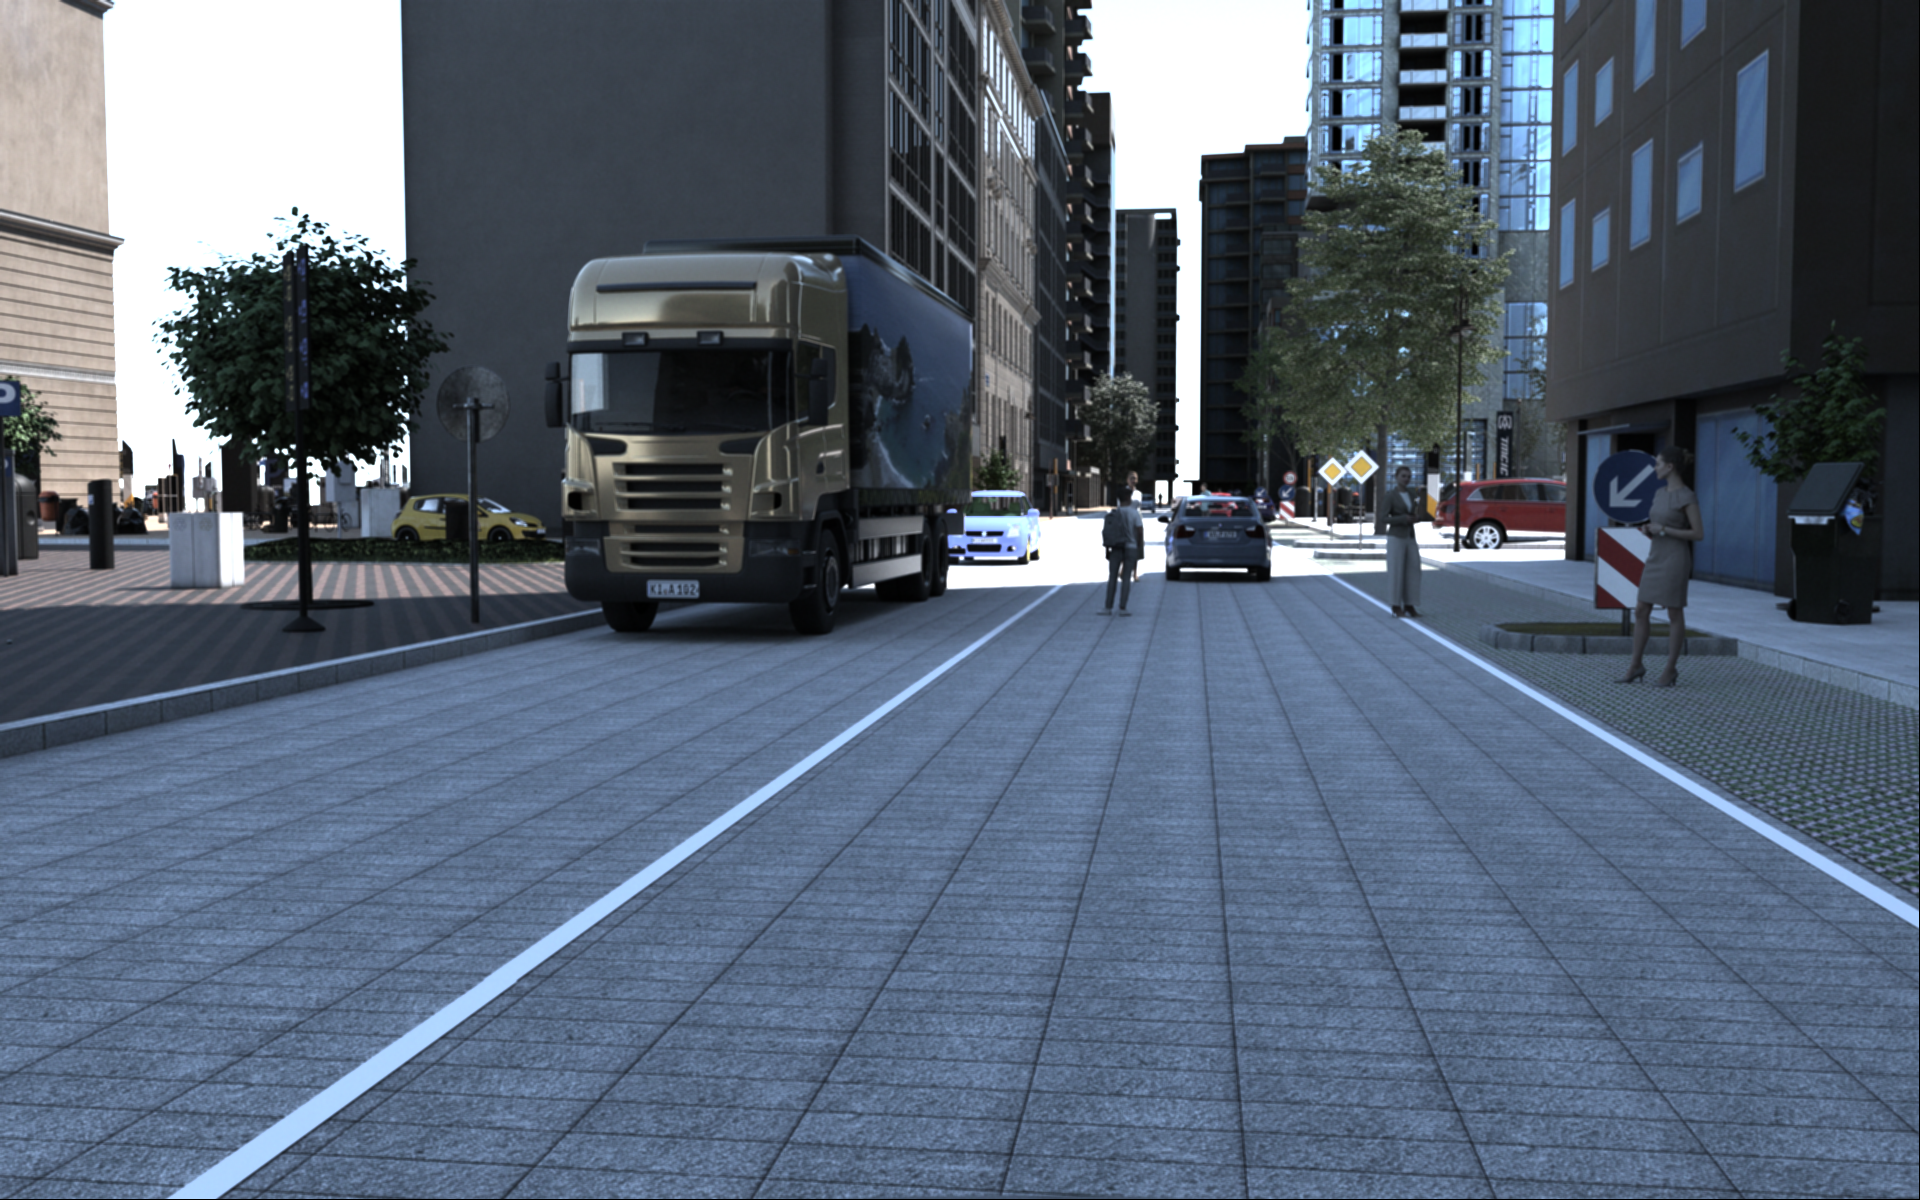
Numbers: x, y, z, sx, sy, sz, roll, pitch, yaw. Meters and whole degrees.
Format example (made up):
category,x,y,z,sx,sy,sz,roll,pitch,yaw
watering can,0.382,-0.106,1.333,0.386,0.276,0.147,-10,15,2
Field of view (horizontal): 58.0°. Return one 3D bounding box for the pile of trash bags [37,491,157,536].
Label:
category,x,y,z,sx,sy,sz,roll,pitch,yaw
pile of trash bags,-27.300,-2.717,54.170,1.912,1.369,3.447,1,4,19

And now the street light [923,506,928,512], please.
category,x,y,z,sx,sy,sz,roll,pitch,yaw
street light,-0.978,-4.634,48.560,0.468,5.910,1.993,0,4,8

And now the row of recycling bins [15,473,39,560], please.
category,x,y,z,sx,sy,sz,roll,pitch,yaw
row of recycling bins,-19.669,-1.689,34.725,3.534,1.692,1.069,3,4,37

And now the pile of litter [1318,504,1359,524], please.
category,x,y,z,sx,sy,sz,roll,pitch,yaw
pile of litter,16.332,-3.715,74.699,1.719,0.858,1.176,1,4,21

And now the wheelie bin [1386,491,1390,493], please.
category,x,y,z,sx,sy,sz,roll,pitch,yaw
wheelie bin,27.695,-6.326,111.332,0.693,1.594,0.980,1,4,22

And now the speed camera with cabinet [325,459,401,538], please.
category,x,y,z,sx,sy,sz,roll,pitch,yaw
speed camera with cabinet,-17.300,-3.416,50.194,0.660,3.252,2.038,3,5,44

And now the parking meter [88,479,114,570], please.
category,x,y,z,sx,sy,sz,roll,pitch,yaw
parking meter,-14.669,-1.295,29.577,0.372,1.533,0.369,0,3,0

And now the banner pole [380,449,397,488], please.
category,x,y,z,sx,sy,sz,roll,pitch,yaw
banner pole,-25.310,-5.271,76.191,0.401,3.779,0.863,1,4,19

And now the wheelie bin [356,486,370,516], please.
category,x,y,z,sx,sy,sz,roll,pitch,yaw
wheelie bin,-23.157,-3.619,67.084,0.693,1.594,0.980,2,4,32

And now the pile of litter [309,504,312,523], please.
category,x,y,z,sx,sy,sz,roll,pitch,yaw
pile of litter,-29.254,-3.941,78.401,1.719,0.858,1.176,2,4,28

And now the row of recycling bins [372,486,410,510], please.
category,x,y,z,sx,sy,sz,roll,pitch,yaw
row of recycling bins,-30.081,-5.207,92.244,3.534,1.692,1.069,2,4,26

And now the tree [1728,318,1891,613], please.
category,x,y,z,sx,sy,sz,roll,pitch,yaw
tree,9.683,-1.502,19.154,1.663,3.219,1.824,0,3,0

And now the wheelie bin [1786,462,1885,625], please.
category,x,y,z,sx,sy,sz,roll,pitch,yaw
wheelie bin,8.718,-0.573,17.277,0.693,1.594,0.980,-1,4,-18

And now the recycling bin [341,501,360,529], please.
category,x,y,z,sx,sy,sz,roll,pitch,yaw
recycling bin,-22.850,-3.197,64.818,0.722,1.027,0.722,-1,4,-17

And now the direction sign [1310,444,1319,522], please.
category,x,y,z,sx,sy,sz,roll,pitch,yaw
direction sign,16.107,-5.302,78.683,0.379,3.537,0.876,-1,4,-12

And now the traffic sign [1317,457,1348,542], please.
category,x,y,z,sx,sy,sz,roll,pitch,yaw
traffic sign,10.024,-2.631,46.662,0.795,2.450,0.064,0,4,8

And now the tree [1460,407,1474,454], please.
category,x,y,z,sx,sy,sz,roll,pitch,yaw
tree,27.767,-9.230,101.266,4.737,8.622,4.395,0,3,0

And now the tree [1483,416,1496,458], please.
category,x,y,z,sx,sy,sz,roll,pitch,yaw
tree,37.248,-10.092,115.371,4.360,8.622,3.978,0,3,0

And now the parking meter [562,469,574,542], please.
category,x,y,z,sx,sy,sz,roll,pitch,yaw
parking meter,-8.971,-2.074,39.626,0.255,1.863,0.399,-1,4,-12

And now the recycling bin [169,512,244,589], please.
category,x,y,z,sx,sy,sz,roll,pitch,yaw
recycling bin,-10.361,-0.690,23.830,0.722,1.027,0.722,0,4,4

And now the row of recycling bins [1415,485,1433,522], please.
category,x,y,z,sx,sy,sz,roll,pitch,yaw
row of recycling bins,21.749,-4.496,80.624,1.069,1.692,3.534,0,4,6

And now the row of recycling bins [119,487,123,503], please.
category,x,y,z,sx,sy,sz,roll,pitch,yaw
row of recycling bins,-39.478,-4.459,80.013,1.069,1.692,3.534,0,4,-8

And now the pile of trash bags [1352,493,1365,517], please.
category,x,y,z,sx,sy,sz,roll,pitch,yaw
pile of trash bags,22.875,-5.397,97.992,1.912,1.369,3.447,-1,4,-11

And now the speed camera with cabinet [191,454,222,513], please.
category,x,y,z,sx,sy,sz,roll,pitch,yaw
speed camera with cabinet,-37.221,-5.633,86.428,2.038,3.252,0.660,-2,4,-30

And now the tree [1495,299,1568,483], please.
category,x,y,z,sx,sy,sz,roll,pitch,yaw
tree,21.759,-6.797,61.485,4.360,8.622,3.978,0,3,0

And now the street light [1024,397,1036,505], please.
category,x,y,z,sx,sy,sz,roll,pitch,yaw
street light,3.265,-6.614,80.934,0.468,5.910,1.993,0,4,8

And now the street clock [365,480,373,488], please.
category,x,y,z,sx,sy,sz,roll,pitch,yaw
street clock,-30.250,-5.143,88.651,0.358,2.002,0.471,-3,5,-39

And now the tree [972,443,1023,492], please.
category,x,y,z,sx,sy,sz,roll,pitch,yaw
tree,1.281,-4.352,65.749,1.663,3.219,1.824,0,3,0

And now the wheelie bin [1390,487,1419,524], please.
category,x,y,z,sx,sy,sz,roll,pitch,yaw
wheelie bin,19.256,-4.077,74.574,0.980,1.594,0.693,-1,4,-16

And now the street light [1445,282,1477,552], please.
category,x,y,z,sx,sy,sz,roll,pitch,yaw
street light,10.947,-3.988,37.990,0.468,5.910,1.993,0,4,8

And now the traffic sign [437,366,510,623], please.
category,x,y,z,sx,sy,sz,roll,pitch,yaw
traffic sign,-4.840,-1.046,17.209,0.768,2.556,0.104,1,4,9

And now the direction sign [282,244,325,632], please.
category,x,y,z,sx,sy,sz,roll,pitch,yaw
direction sign,-6.163,-1.478,16.162,0.379,3.537,0.876,-2,4,-34

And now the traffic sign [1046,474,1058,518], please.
category,x,y,z,sx,sy,sz,roll,pitch,yaw
traffic sign,4.696,-5.277,88.403,0.606,2.300,0.079,1,4,17

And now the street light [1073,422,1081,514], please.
category,x,y,z,sx,sy,sz,roll,pitch,yaw
street light,7.512,-8.506,111.856,0.468,5.910,1.993,0,4,8

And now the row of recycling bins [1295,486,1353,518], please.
category,x,y,z,sx,sy,sz,roll,pitch,yaw
row of recycling bins,19.749,-5.327,94.214,3.534,1.692,1.069,-2,4,-24

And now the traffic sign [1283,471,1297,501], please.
category,x,y,z,sx,sy,sz,roll,pitch,yaw
traffic sign,18.403,-5.902,96.596,0.768,2.556,0.104,1,4,12

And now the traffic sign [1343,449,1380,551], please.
category,x,y,z,sx,sy,sz,roll,pitch,yaw
traffic sign,8.969,-2.147,38.747,0.795,2.450,0.064,0,4,8

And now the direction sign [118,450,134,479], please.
category,x,y,z,sx,sy,sz,roll,pitch,yaw
direction sign,-43.434,-6.010,90.253,0.379,3.537,0.876,2,4,30

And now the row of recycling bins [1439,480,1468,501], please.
category,x,y,z,sx,sy,sz,roll,pitch,yaw
row of recycling bins,15.794,-2.645,50.351,3.534,1.692,1.069,-1,4,-13

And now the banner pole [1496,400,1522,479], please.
category,x,y,z,sx,sy,sz,roll,pitch,yaw
banner pole,14.609,-3.426,46.026,0.863,3.779,0.401,-1,4,-9

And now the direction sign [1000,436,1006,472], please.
category,x,y,z,sx,sy,sz,roll,pitch,yaw
direction sign,1.671,-4.630,67.692,0.379,3.537,0.876,-1,4,-13

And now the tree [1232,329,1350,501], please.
category,x,y,z,sx,sy,sz,roll,pitch,yaw
tree,20.766,-11.139,107.872,9.928,11.665,9.643,0,3,0

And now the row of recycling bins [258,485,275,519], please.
category,x,y,z,sx,sy,sz,roll,pitch,yaw
row of recycling bins,-33.152,-4.527,81.134,1.069,1.692,3.534,0,4,5
